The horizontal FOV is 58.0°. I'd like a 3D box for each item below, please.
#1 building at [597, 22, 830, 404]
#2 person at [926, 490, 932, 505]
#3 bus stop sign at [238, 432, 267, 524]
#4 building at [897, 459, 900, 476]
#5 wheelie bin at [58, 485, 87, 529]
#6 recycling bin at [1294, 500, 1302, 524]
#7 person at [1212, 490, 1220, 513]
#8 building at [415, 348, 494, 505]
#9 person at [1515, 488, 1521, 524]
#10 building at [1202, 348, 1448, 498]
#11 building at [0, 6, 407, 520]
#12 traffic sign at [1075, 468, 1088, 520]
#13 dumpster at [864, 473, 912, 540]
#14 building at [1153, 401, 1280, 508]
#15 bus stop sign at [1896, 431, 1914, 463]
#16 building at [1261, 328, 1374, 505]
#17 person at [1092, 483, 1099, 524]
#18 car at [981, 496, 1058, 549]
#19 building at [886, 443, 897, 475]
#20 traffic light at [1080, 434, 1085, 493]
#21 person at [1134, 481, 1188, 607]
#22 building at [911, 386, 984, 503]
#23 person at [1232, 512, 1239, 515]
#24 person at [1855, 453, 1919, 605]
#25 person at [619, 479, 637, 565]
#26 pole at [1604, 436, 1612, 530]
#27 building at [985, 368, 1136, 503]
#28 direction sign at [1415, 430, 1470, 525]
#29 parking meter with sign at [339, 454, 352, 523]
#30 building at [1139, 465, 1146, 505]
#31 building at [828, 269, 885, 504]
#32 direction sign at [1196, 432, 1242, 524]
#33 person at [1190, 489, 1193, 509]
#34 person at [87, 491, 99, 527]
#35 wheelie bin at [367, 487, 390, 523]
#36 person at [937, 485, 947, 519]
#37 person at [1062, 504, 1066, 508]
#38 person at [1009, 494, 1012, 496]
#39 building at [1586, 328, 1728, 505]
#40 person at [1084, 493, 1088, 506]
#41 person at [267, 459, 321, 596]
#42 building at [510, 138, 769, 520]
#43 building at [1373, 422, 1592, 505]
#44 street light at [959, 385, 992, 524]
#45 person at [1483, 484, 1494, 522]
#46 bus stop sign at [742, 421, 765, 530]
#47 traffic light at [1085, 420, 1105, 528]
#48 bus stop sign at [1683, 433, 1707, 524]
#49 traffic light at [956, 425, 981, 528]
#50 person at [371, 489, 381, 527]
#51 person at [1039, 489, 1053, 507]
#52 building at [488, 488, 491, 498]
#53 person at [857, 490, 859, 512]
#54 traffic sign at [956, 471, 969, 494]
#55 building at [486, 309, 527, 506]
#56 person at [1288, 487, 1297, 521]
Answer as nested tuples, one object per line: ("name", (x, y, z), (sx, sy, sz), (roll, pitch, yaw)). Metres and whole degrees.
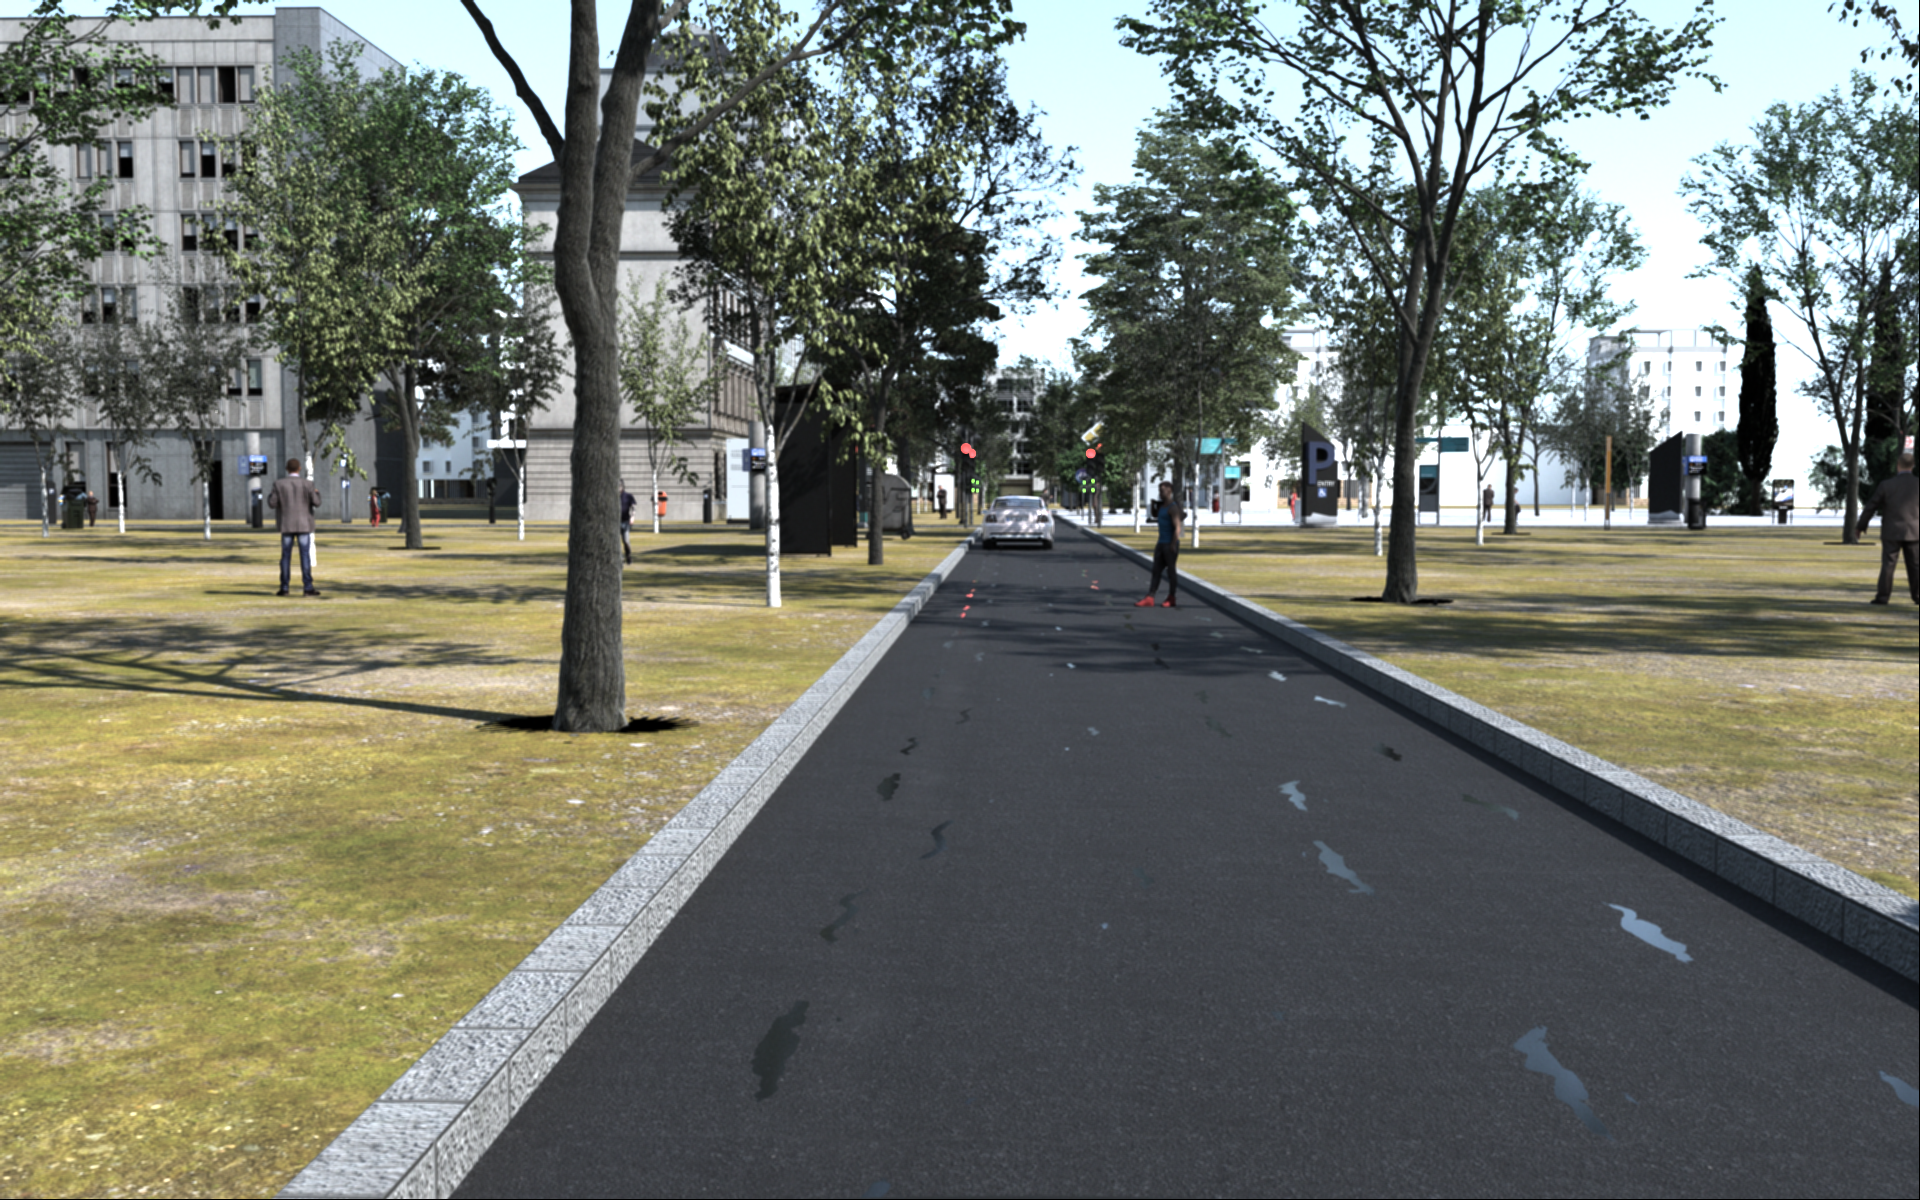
("building", (-15.917, -20.820, 117.905), (11.434, 29.767, 29.804), (0, 4, 2))
("person", (-3.576, -12.244, 207.025), (1.217, 1.735, 0.721), (2, 4, 31))
("bus stop sign", (-30.200, -5.195, 73.947), (0.837, 3.901, 0.837), (2, 4, 34))
("building", (-23.824, -23.593, 252.198), (31.486, 18.905, 16.747), (0, 4, 2))
("wheelie bin", (-32.617, -3.414, 63.730), (0.693, 1.594, 0.980), (3, 4, 37))
("recycling bin", (14.784, -3.770, 74.200), (0.722, 1.027, 0.722), (-1, 4, -11))
("person", (17.162, -6.589, 116.245), (0.523, 1.526, 0.387), (1, 4, 21))
("building", (-57.662, -21.451, 207.148), (11.380, 20.091, 16.016), (0, 4, 2))
("person", (23.506, -3.995, 73.572), (0.590, 1.554, 0.614), (2, 4, 31))
("building", (51.718, -25.090, 254.201), (32.646, 21.610, 27.936), (0, 4, 2))
("building", (-40.693, -16.680, 90.733), (19.932, 24.808, 12.078), (0, 4, 2))
("traffic sign", (5.994, -5.161, 84.485), (0.768, 2.556, 0.104), (1, 4, 10))
("dumpster", (-2.039, -2.646, 49.024), (1.264, 1.857, 1.865), (0, 4, 2))
("building", (24.793, -13.999, 171.035), (9.099, 9.664, 28.070), (0, 4, 2))
("bus stop sign", (39.428, -5.121, 72.427), (0.855, 3.939, 0.416), (0, 4, -5))
("building", (41.584, -21.227, 203.483), (11.380, 20.091, 16.016), (0, 4, 2))
("person", (5.895, -4.193, 75.150), (0.434, 1.755, 0.990), (1, 4, 21))
("car", (1.585, -2.091, 46.554), (2.083, 1.381, 4.827), (0, 4, 3))
("building", (-13.445, -21.383, 206.028), (11.380, 20.091, 16.016), (0, 4, 2))
("traffic light", (5.456, -5.107, 72.750), (0.839, 4.213, 0.868), (0, 4, 2))
("person", (2.571, -0.718, 22.105), (0.662, 1.594, 0.647), (-2, 4, -33))
("building", (-2.349, -24.068, 249.937), (11.380, 20.091, 16.016), (0, 4, 2))
("person", (17.259, -6.129, 108.307), (0.516, 1.574, 0.319), (1, 4, 11))
("person", (10.913, -0.827, 20.123), (0.990, 1.755, 0.434), (1, 4, 13))
("person", (-6.022, -1.399, 31.134), (0.569, 1.553, 0.471), (2, 4, 35))
("pole", (22.853, -4.113, 61.085), (0.158, 3.312, 0.155), (0, 3, 0))
("building", (19.481, -23.501, 250.699), (31.486, 18.905, 16.747), (0, 4, 2))
("direction sign", (20.316, -5.141, 72.813), (2.525, 3.948, 1.411), (2, 4, 34))
("parking meter with sign", (-26.989, -4.888, 76.172), (0.543, 3.016, 1.738), (-1, 4, -20))
("building", (25.714, -15.712, 199.037), (9.099, 9.664, 28.070), (0, 4, 2))
("building", (-22.223, -19.676, 165.676), (27.936, 21.610, 32.646), (0, 4, 2))
("direction sign", (11.396, -5.183, 73.511), (2.525, 3.948, 1.411), (-1, 4, -16))
("person", (19.393, -8.450, 145.112), (0.530, 1.710, 0.541), (3, 4, 36))
("person", (-35.558, -3.686, 71.029), (0.388, 1.546, 0.482), (1, 4, 9))
("wheelie bin", (-25.656, -4.199, 76.565), (0.980, 1.594, 0.693), (-3, 5, -39))
("person", (-0.948, -5.058, 89.432), (0.565, 1.739, 0.600), (1, 4, 10))
("person", (9.700, -9.355, 159.661), (0.621, 1.740, 0.551), (-2, 4, -24))
("person", (4.330, -8.880, 156.879), (0.799, 1.438, 0.628), (-3, 5, -40))
("building", (81.325, -21.232, 203.566), (11.380, 20.091, 16.016), (0, 4, 2))
("person", (13.715, -11.160, 189.318), (0.742, 1.727, 0.445), (0, 4, 3))
("person", (-8.350, -0.912, 21.773), (0.655, 1.722, 0.431), (-1, 4, -10))
("building", (-16.435, -13.983, 93.257), (10.561, 19.102, 19.286), (0, 4, 2))
("building", (61.420, -16.208, 207.140), (28.070, 9.664, 9.099), (0, 4, 2))
("street light", (0.639, -6.180, 73.580), (1.470, 5.913, 1.316), (0, 4, 2))
("person", (24.033, -4.419, 78.982), (0.565, 1.739, 0.600), (-1, 4, -11))
("bus stop sign", (-7.348, -4.516, 62.846), (0.837, 3.901, 0.837), (-2, 4, -29))
("traffic light", (5.213, -4.619, 64.768), (0.839, 4.213, 0.868), (0, 4, 2))
("bus stop sign", (31.692, -5.255, 74.933), (0.837, 3.901, 0.837), (0, 4, -6))
("traffic light", (0.254, -4.627, 64.903), (0.839, 4.213, 0.868), (0, 4, 2))
("person", (-23.319, -3.606, 69.167), (0.444, 1.614, 0.593), (-1, 4, -13))
("person", (5.114, -5.760, 103.206), (0.617, 1.759, 0.750), (2, 4, 34))
("building", (-55.737, -23.677, 253.578), (31.486, 18.905, 16.747), (0, 4, 2))
("person", (-4.953, -4.583, 83.523), (0.613, 1.512, 0.480), (0, 4, -4))
("traffic sign", (0.238, -5.033, 82.301), (0.884, 2.594, 0.081), (1, 4, 10))
("building", (-35.618, -21.840, 201.065), (32.646, 21.610, 27.936), (0, 4, 2))
("person", (15.760, -4.541, 81.989), (0.593, 1.614, 0.444), (-1, 4, -21))
